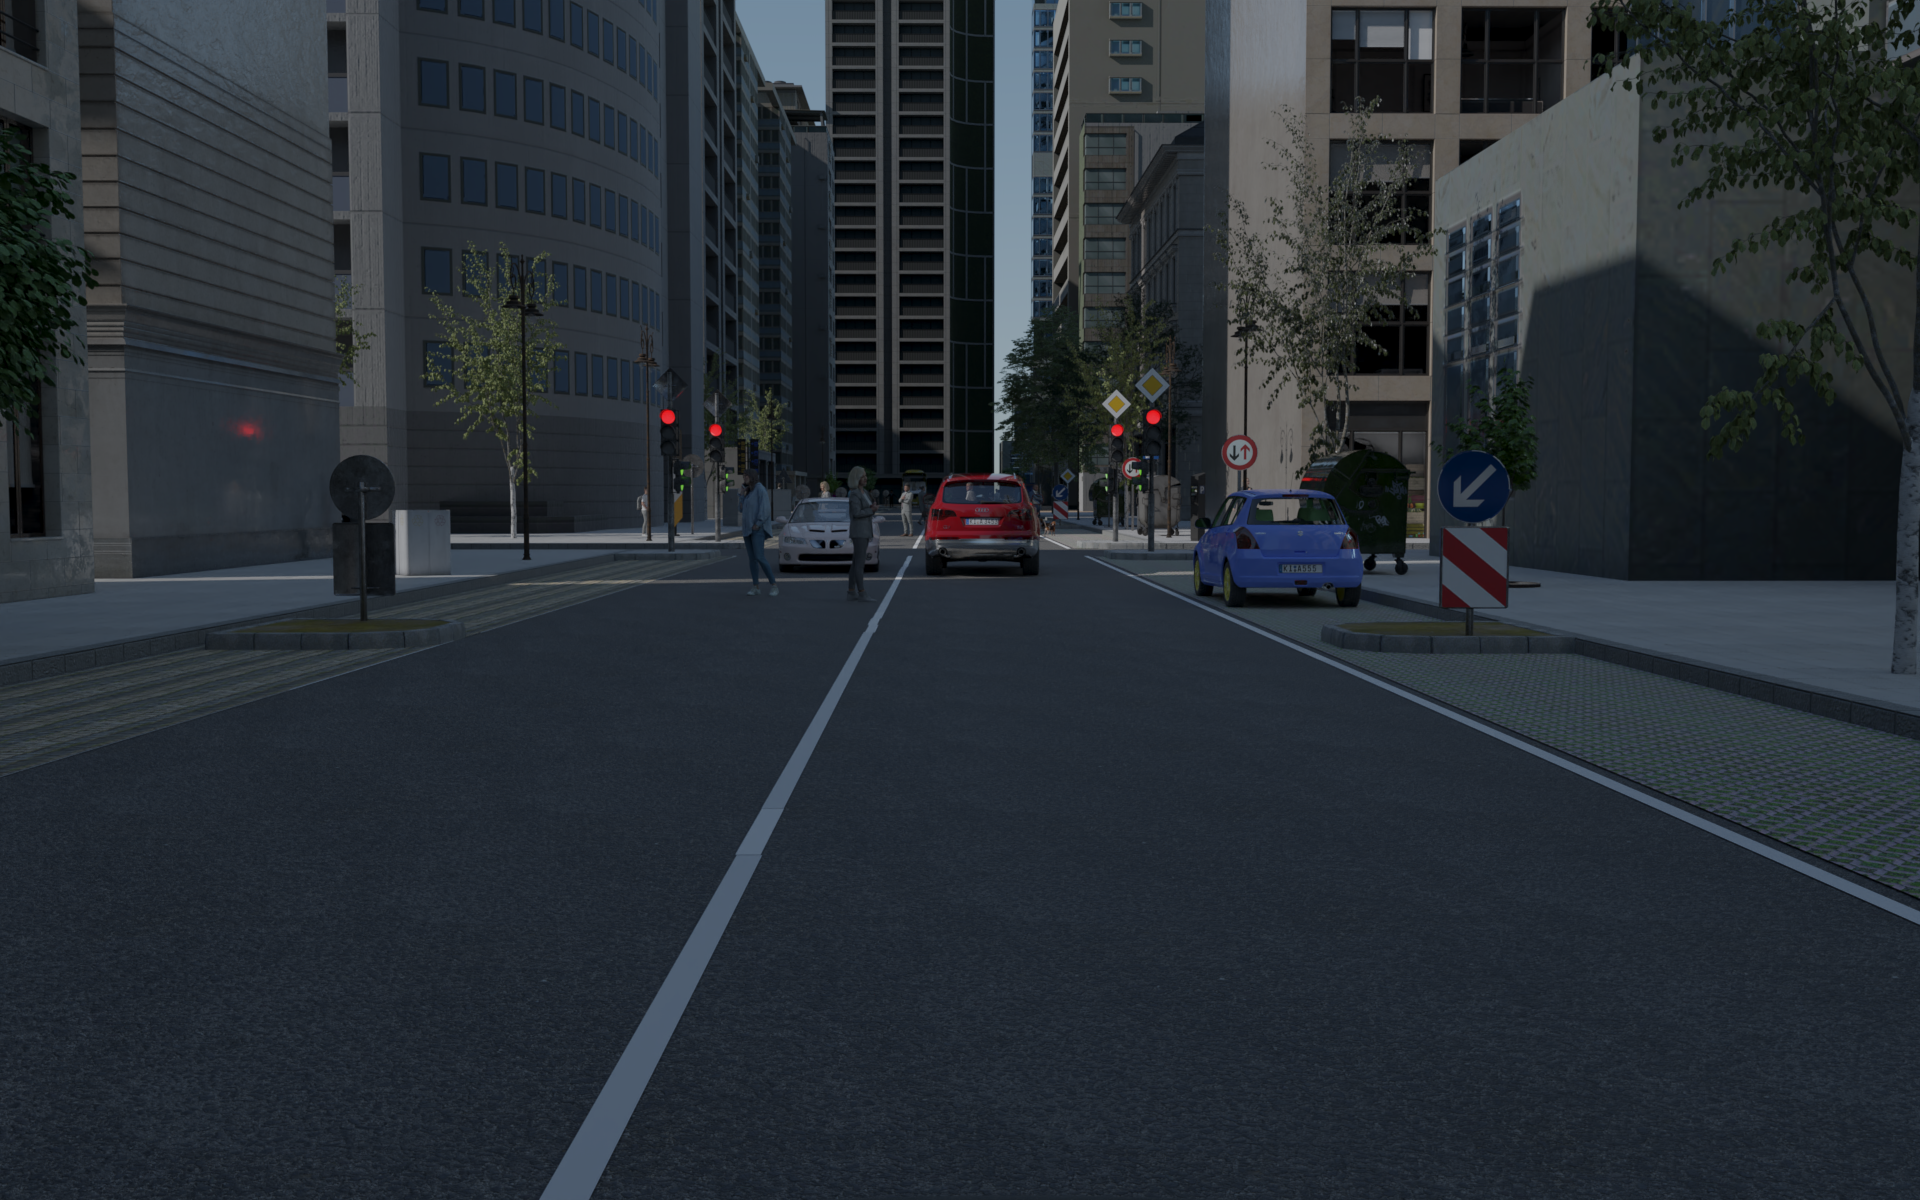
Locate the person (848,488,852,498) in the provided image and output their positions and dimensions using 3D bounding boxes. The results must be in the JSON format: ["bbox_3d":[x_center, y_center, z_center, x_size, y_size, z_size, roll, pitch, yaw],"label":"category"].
[{"bbox_3d":[-5.203,-4.496,81.868,0.748,1.841,0.638,1,4,11],"label":"person"}]

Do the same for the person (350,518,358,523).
[{"bbox_3d":[-12.065,-1.737,34.628,0.473,1.802,0.592,-1,4,-11],"label":"person"}]

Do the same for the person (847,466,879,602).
[{"bbox_3d":[-1.276,-0.888,23.210,0.526,1.800,0.537,1,4,22],"label":"person"}]

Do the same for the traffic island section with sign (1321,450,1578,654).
[{"bbox_3d":[4.509,-0.473,16.370,1.989,1.847,2.006,0,4,-1],"label":"traffic island section with sign"}]

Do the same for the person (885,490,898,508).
[{"bbox_3d":[-6.757,-9.955,170.896,1.348,1.869,0.705,0,4,7],"label":"person"}]

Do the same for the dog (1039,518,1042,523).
[{"bbox_3d":[3.261,-2.863,66.099,0.540,0.507,0.406,0,4,7],"label":"dog"}]

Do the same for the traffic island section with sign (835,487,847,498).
[{"bbox_3d":[-6.679,-5.476,98.155,1.989,1.847,2.006,0,4,-1],"label":"traffic island section with sign"}]

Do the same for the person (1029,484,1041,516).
[{"bbox_3d":[2.691,-3.304,62.698,0.419,1.800,0.721,2,4,29],"label":"person"}]

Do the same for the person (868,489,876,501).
[{"bbox_3d":[-7.023,-7.812,136.242,0.705,1.823,1.348,-2,4,-27],"label":"person"}]

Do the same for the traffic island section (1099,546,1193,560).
[{"bbox_3d":[4.290,-1.004,38.695,2.009,0.180,2.903,0,4,-1],"label":"traffic island section"}]

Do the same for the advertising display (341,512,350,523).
[{"bbox_3d":[-14.222,-2.087,39.332,0.974,1.923,0.123,-1,4,-20],"label":"advertising display"}]

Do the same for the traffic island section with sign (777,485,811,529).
[{"bbox_3d":[-6.428,-3.827,71.201,1.989,1.847,2.006,0,4,-1],"label":"traffic island section with sign"}]

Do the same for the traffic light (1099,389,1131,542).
[{"bbox_3d":[4.175,-3.526,46.565,0.839,4.253,0.868,0,4,-1],"label":"traffic light"}]

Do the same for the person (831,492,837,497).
[{"bbox_3d":[-11.164,-8.829,153.618,0.991,1.433,0.599,-1,4,-9],"label":"person"}]

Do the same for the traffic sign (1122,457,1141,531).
[{"bbox_3d":[6.025,-3.686,60.364,0.768,2.556,0.104,0,4,3],"label":"traffic sign"}]

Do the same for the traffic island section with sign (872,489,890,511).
[{"bbox_3d":[-7.163,-8.558,148.555,1.989,1.847,2.006,0,4,-1],"label":"traffic island section with sign"}]

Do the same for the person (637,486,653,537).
[{"bbox_3d":[-9.447,-2.663,52.172,0.523,1.515,0.503,-2,4,-28],"label":"person"}]

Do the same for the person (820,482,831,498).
[{"bbox_3d":[-3.948,-2.606,51.297,0.728,1.800,0.709,-1,4,-21],"label":"person"}]

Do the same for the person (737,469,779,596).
[{"bbox_3d":[-2.855,-0.963,24.516,0.793,1.790,0.793,1,4,20],"label":"person"}]

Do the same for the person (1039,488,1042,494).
[{"bbox_3d":[6.790,-8.605,146.764,0.705,1.821,1.348,0,4,-6],"label":"person"}]

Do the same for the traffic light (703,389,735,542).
[{"bbox_3d":[-6.486,-3.519,46.449,0.839,4.253,0.868,0,4,-1],"label":"traffic light"}]

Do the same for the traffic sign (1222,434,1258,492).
[{"bbox_3d":[5.986,-2.264,37.131,0.768,2.556,0.104,0,4,6],"label":"traffic sign"}]

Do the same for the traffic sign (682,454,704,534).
[{"bbox_3d":[-8.514,-3.361,55.053,0.768,2.556,0.104,1,4,9],"label":"traffic sign"}]

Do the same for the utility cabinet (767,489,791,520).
[{"bbox_3d":[-8.758,-4.592,83.752,1.173,1.500,0.318,-2,4,-30],"label":"utility cabinet"}]

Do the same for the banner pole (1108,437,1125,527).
[{"bbox_3d":[5.970,-4.688,66.657,0.863,3.779,0.401,0,4,-8],"label":"banner pole"}]

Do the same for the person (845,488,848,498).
[{"bbox_3d":[-10.895,-9.715,164.888,1.348,1.822,0.705,-1,4,-18],"label":"person"}]

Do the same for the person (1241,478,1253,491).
[{"bbox_3d":[8.400,-2.739,51.244,0.576,1.772,0.534,-2,4,-30],"label":"person"}]

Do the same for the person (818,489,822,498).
[{"bbox_3d":[-10.075,-7.361,127.178,0.721,1.735,1.217,-2,4,-35],"label":"person"}]

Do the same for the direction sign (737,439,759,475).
[{"bbox_3d":[-8.699,-4.839,71.118,0.876,3.537,0.379,-1,4,-16],"label":"direction sign"}]

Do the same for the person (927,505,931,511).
[{"bbox_3d":[-1.708,-5.070,96.077,0.332,1.250,0.352,0,4,6],"label":"person"}]

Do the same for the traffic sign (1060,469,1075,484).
[{"bbox_3d":[5.532,-5.436,88.606,0.795,2.593,0.064,0,4,1],"label":"traffic sign"}]

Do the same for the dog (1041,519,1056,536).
[{"bbox_3d":[3.053,-2.417,58.798,0.406,0.507,0.540,0,4,3],"label":"dog"}]

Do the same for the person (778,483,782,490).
[{"bbox_3d":[-9.422,-5.159,90.162,0.659,1.850,0.755,2,4,35],"label":"person"}]

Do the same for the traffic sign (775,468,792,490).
[{"bbox_3d":[-8.644,-5.196,84.953,0.884,2.594,0.081,1,4,8],"label":"traffic sign"}]

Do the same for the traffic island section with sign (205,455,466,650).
[{"bbox_3d":[-5.921,-0.498,16.764,1.989,1.847,2.006,0,4,-1],"label":"traffic island section with sign"}]

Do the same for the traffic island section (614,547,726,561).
[{"bbox_3d":[-6.451,-0.998,38.599,2.009,0.180,2.903,0,4,-1],"label":"traffic island section"}]

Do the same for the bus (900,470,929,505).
[{"bbox_3d":[-4.760,-11.472,179.120,2.896,3.916,12.252,0,4,-2],"label":"bus"}]

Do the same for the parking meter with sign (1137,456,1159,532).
[{"bbox_3d":[6.332,-3.814,58.613,0.543,3.016,1.738,1,4,15],"label":"parking meter with sign"}]

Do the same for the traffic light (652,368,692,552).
[{"bbox_3d":[-6.411,-3.030,38.465,0.839,4.253,0.868,0,4,-1],"label":"traffic light"}]

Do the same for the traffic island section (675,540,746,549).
[{"bbox_3d":[-6.526,-1.486,46.584,2.009,0.180,2.903,0,4,-1],"label":"traffic island section"}]

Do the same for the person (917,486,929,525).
[{"bbox_3d":[-1.679,-4.404,80.599,0.767,1.812,0.694,-2,4,-26],"label":"person"}]

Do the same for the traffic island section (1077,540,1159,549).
[{"bbox_3d":[4.215,-1.492,46.680,2.009,0.180,2.903,0,4,-1],"label":"traffic island section"}]

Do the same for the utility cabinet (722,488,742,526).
[{"bbox_3d":[-8.967,-3.655,68.442,0.318,1.500,1.173,-3,4,-39],"label":"utility cabinet"}]

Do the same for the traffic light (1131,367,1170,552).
[{"bbox_3d":[4.250,-3.037,38.580,0.839,4.253,0.868,0,4,-1],"label":"traffic light"}]

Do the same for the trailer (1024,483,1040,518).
[{"bbox_3d":[3.310,-5.001,88.820,1.471,1.999,3.904,0,4,0],"label":"trailer"}]

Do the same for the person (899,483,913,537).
[{"bbox_3d":[-1.828,-3.036,58.323,0.511,1.800,0.466,2,4,32],"label":"person"}]

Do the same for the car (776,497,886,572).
[{"bbox_3d":[-2.477,-1.287,33.400,2.083,1.381,4.827,0,4,-2],"label":"car"}]

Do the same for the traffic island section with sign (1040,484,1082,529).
[{"bbox_3d":[3.982,-3.837,71.358,1.989,1.847,2.006,0,4,-1],"label":"traffic island section with sign"}]
